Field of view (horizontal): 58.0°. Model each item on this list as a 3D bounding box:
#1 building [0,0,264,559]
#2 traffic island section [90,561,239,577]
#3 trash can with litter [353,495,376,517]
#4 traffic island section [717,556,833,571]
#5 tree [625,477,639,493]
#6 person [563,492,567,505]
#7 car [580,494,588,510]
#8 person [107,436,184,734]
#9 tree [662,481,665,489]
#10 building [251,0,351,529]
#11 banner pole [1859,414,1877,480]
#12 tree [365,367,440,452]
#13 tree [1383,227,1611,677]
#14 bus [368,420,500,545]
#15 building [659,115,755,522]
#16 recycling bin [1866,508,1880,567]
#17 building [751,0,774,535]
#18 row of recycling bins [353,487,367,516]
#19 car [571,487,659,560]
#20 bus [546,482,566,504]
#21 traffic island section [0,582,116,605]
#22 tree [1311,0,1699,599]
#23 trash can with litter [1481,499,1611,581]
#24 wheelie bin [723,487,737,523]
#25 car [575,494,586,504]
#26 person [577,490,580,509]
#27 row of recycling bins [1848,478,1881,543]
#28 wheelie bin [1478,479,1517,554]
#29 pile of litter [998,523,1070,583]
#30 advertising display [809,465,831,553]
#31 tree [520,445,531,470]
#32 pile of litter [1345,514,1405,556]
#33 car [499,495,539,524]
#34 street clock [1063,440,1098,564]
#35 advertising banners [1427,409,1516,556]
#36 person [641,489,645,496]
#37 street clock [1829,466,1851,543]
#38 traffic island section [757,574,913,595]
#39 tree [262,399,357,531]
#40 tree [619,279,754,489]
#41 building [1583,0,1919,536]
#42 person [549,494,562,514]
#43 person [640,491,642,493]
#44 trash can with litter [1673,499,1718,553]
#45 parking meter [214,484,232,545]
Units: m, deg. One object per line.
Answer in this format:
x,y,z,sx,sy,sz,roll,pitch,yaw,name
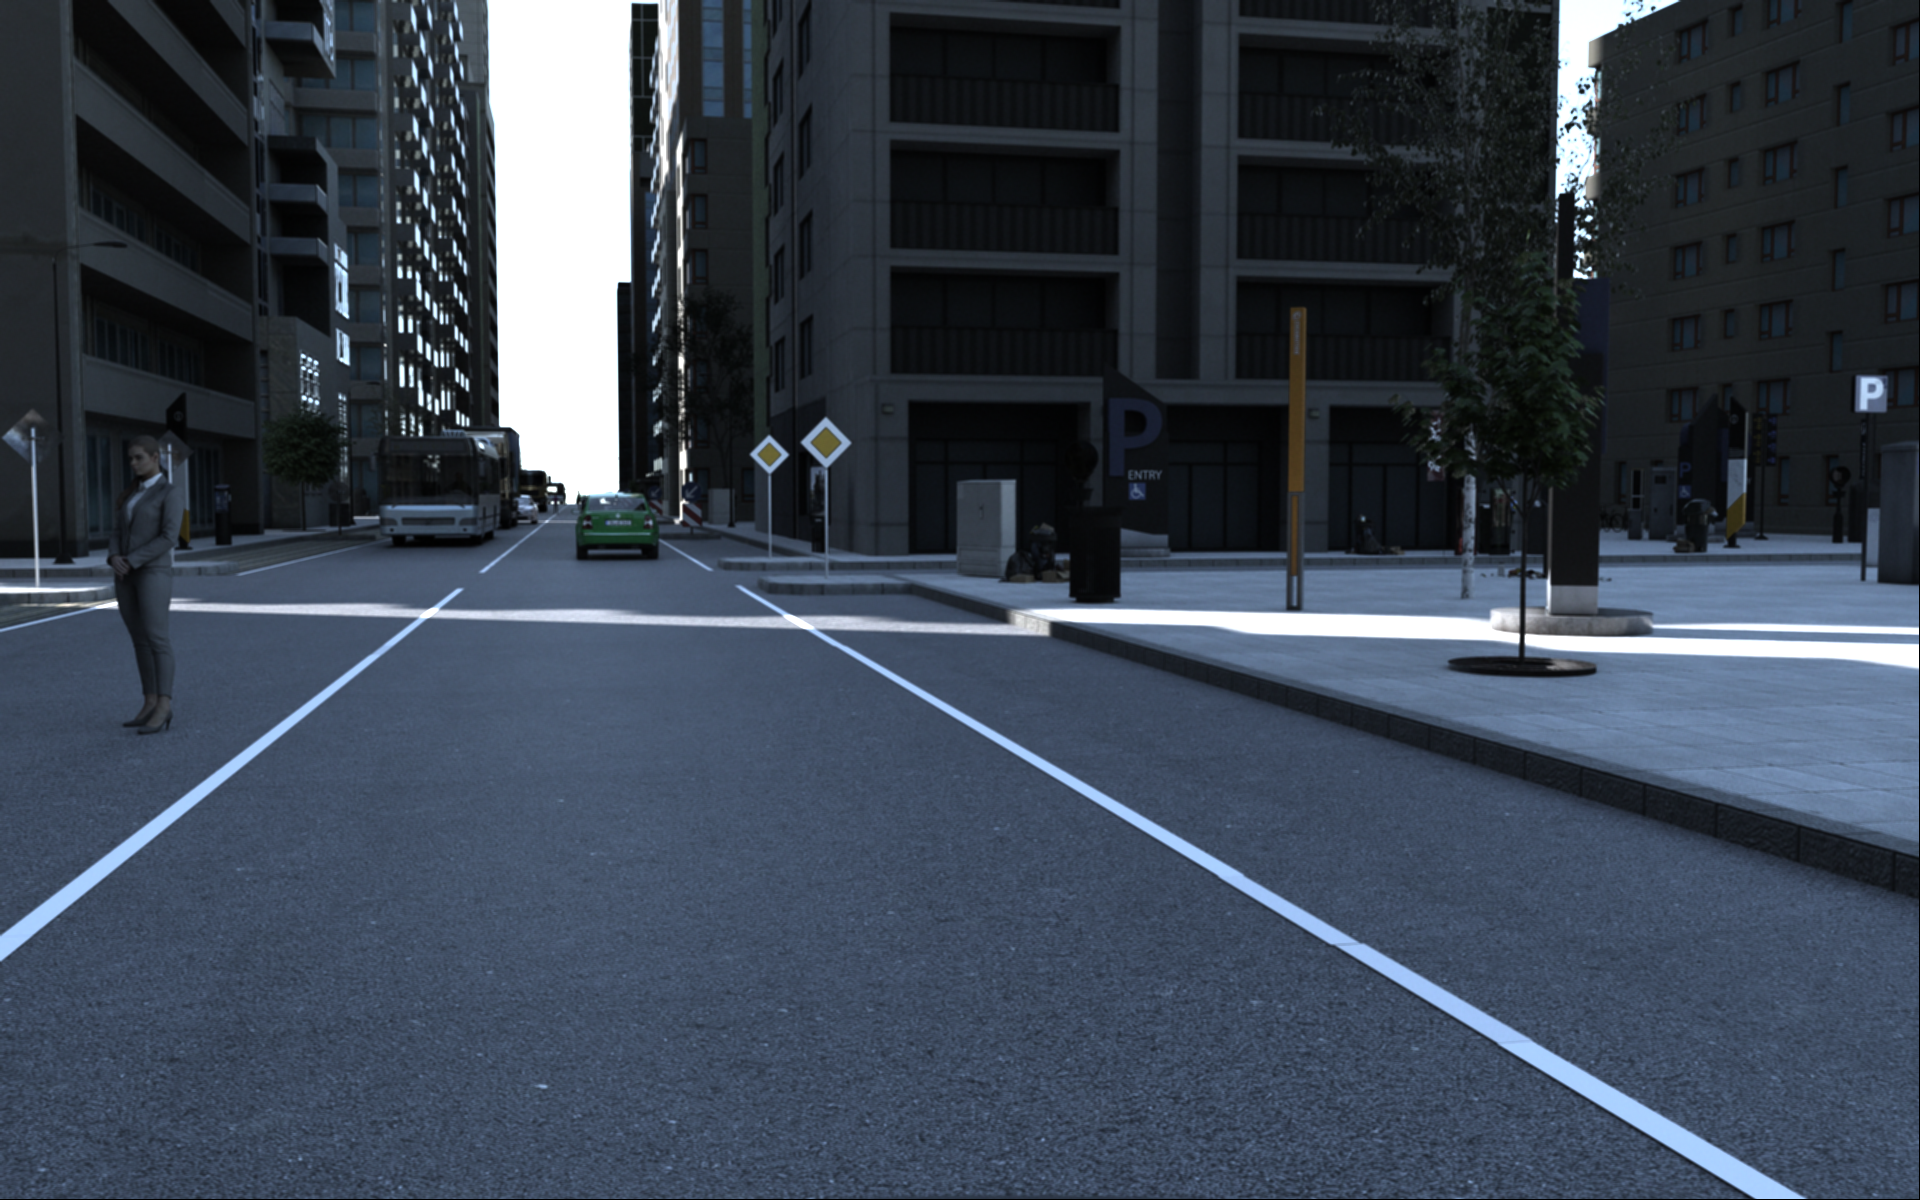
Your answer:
-30.341,-25.536,41.211,21.300,48.544,21.600,-1,4,-12,building
-14.354,-0.563,31.490,2.009,0.180,2.903,-1,4,-12,traffic island section
-34.092,-5.349,98.515,1.678,1.210,2.233,1,4,22,trash can with litter
-3.663,-0.705,33.812,2.009,0.180,2.903,-1,4,-12,traffic island section
-36.669,-12.170,193.580,1.663,3.219,1.824,0,3,0,tree
-52.176,-13.416,228.572,0.721,1.735,1.217,1,4,9,person
-34.155,-9.064,160.202,2.014,1.417,4.499,-1,4,-11,car
-5.019,-0.109,10.564,0.520,1.790,0.573,1,4,9,person
-18.040,-7.017,109.334,1.663,3.219,1.824,0,3,0,tree
-38.280,-46.526,73.365,22.319,86.520,31.000,-1,4,-12,building
26.395,-3.690,50.343,0.401,3.779,0.863,0,4,-6,banner pole
-32.649,-9.199,100.762,4.360,8.622,3.978,0,3,0,tree
4.203,-1.103,12.631,1.663,3.219,1.824,0,3,0,tree
-15.328,-3.466,51.536,2.948,3.499,13.247,-1,4,-12,bus
-2.032,-15.373,96.388,27.650,21.520,28.899,-1,4,-12,building
16.374,-1.099,30.518,0.722,1.027,0.722,3,4,38,recycling bin
-0.597,-23.131,61.786,14.154,41.232,14.086,-1,4,-12,building
-36.341,-5.794,101.847,3.534,1.692,1.069,2,4,26,row of recycling bins
-7.836,-1.872,39.401,1.959,1.807,4.718,-1,4,-13,car
-58.983,-15.750,252.373,2.948,3.499,13.247,-1,4,-14,bus
-12.649,-0.086,23.688,2.009,0.180,2.903,-1,4,-12,traffic island section
6.442,-4.312,20.868,4.360,8.622,3.978,0,3,0,tree
8.945,-0.940,26.421,1.678,1.210,2.233,-1,4,-21,trash can with litter
-10.212,-4.167,76.046,0.693,1.594,0.980,-3,5,-39,wheelie bin
-55.973,-15.139,256.315,1.959,1.807,4.718,-1,4,-13,car
-36.782,-9.687,166.883,0.705,1.824,1.348,-1,4,-15,person
24.900,-2.434,46.909,1.069,1.692,3.534,3,4,39,row of recycling bins
11.489,-1.791,37.192,0.980,1.594,0.693,2,4,29,wheelie bin
1.367,-0.704,25.475,1.719,0.858,1.176,-1,4,-9,pile of litter
-3.060,-1.996,37.852,0.123,1.923,0.974,-2,4,-26,advertising display
-66.381,-18.924,259.774,4.360,8.622,3.978,0,3,0,tree
8.840,-1.404,36.914,1.176,0.858,1.719,0,4,2,pile of litter
-21.422,-4.372,83.848,2.083,1.381,4.827,-1,4,-13,car
1.638,-1.158,23.506,0.471,2.002,0.358,0,4,5,street clock
10.560,-2.434,35.981,2.074,3.025,0.090,-1,4,-10,advertising banners
-31.270,-10.049,170.362,0.705,1.822,1.348,1,4,11,person
22.964,-2.489,45.261,0.471,2.002,0.358,0,4,1,street clock
-1.958,-0.228,26.010,2.009,0.180,2.903,-1,4,-12,traffic island section
-22.681,-4.666,60.001,4.285,4.588,4.351,0,3,0,tree
-10.155,-8.598,74.990,8.767,10.594,7.601,-2,4,-32,tree
40.998,-12.908,56.086,28.899,21.520,27.650,-1,4,-12,building
-29.255,-6.948,125.325,0.991,1.433,0.599,-1,4,-13,person
-31.515,-10.109,172.038,0.721,1.735,1.217,-2,4,-28,person
16.034,-1.616,37.815,1.055,1.170,0.624,-3,5,-45,trash can with litter
-18.490,-2.143,43.452,0.372,1.533,0.369,0,3,0,parking meter
